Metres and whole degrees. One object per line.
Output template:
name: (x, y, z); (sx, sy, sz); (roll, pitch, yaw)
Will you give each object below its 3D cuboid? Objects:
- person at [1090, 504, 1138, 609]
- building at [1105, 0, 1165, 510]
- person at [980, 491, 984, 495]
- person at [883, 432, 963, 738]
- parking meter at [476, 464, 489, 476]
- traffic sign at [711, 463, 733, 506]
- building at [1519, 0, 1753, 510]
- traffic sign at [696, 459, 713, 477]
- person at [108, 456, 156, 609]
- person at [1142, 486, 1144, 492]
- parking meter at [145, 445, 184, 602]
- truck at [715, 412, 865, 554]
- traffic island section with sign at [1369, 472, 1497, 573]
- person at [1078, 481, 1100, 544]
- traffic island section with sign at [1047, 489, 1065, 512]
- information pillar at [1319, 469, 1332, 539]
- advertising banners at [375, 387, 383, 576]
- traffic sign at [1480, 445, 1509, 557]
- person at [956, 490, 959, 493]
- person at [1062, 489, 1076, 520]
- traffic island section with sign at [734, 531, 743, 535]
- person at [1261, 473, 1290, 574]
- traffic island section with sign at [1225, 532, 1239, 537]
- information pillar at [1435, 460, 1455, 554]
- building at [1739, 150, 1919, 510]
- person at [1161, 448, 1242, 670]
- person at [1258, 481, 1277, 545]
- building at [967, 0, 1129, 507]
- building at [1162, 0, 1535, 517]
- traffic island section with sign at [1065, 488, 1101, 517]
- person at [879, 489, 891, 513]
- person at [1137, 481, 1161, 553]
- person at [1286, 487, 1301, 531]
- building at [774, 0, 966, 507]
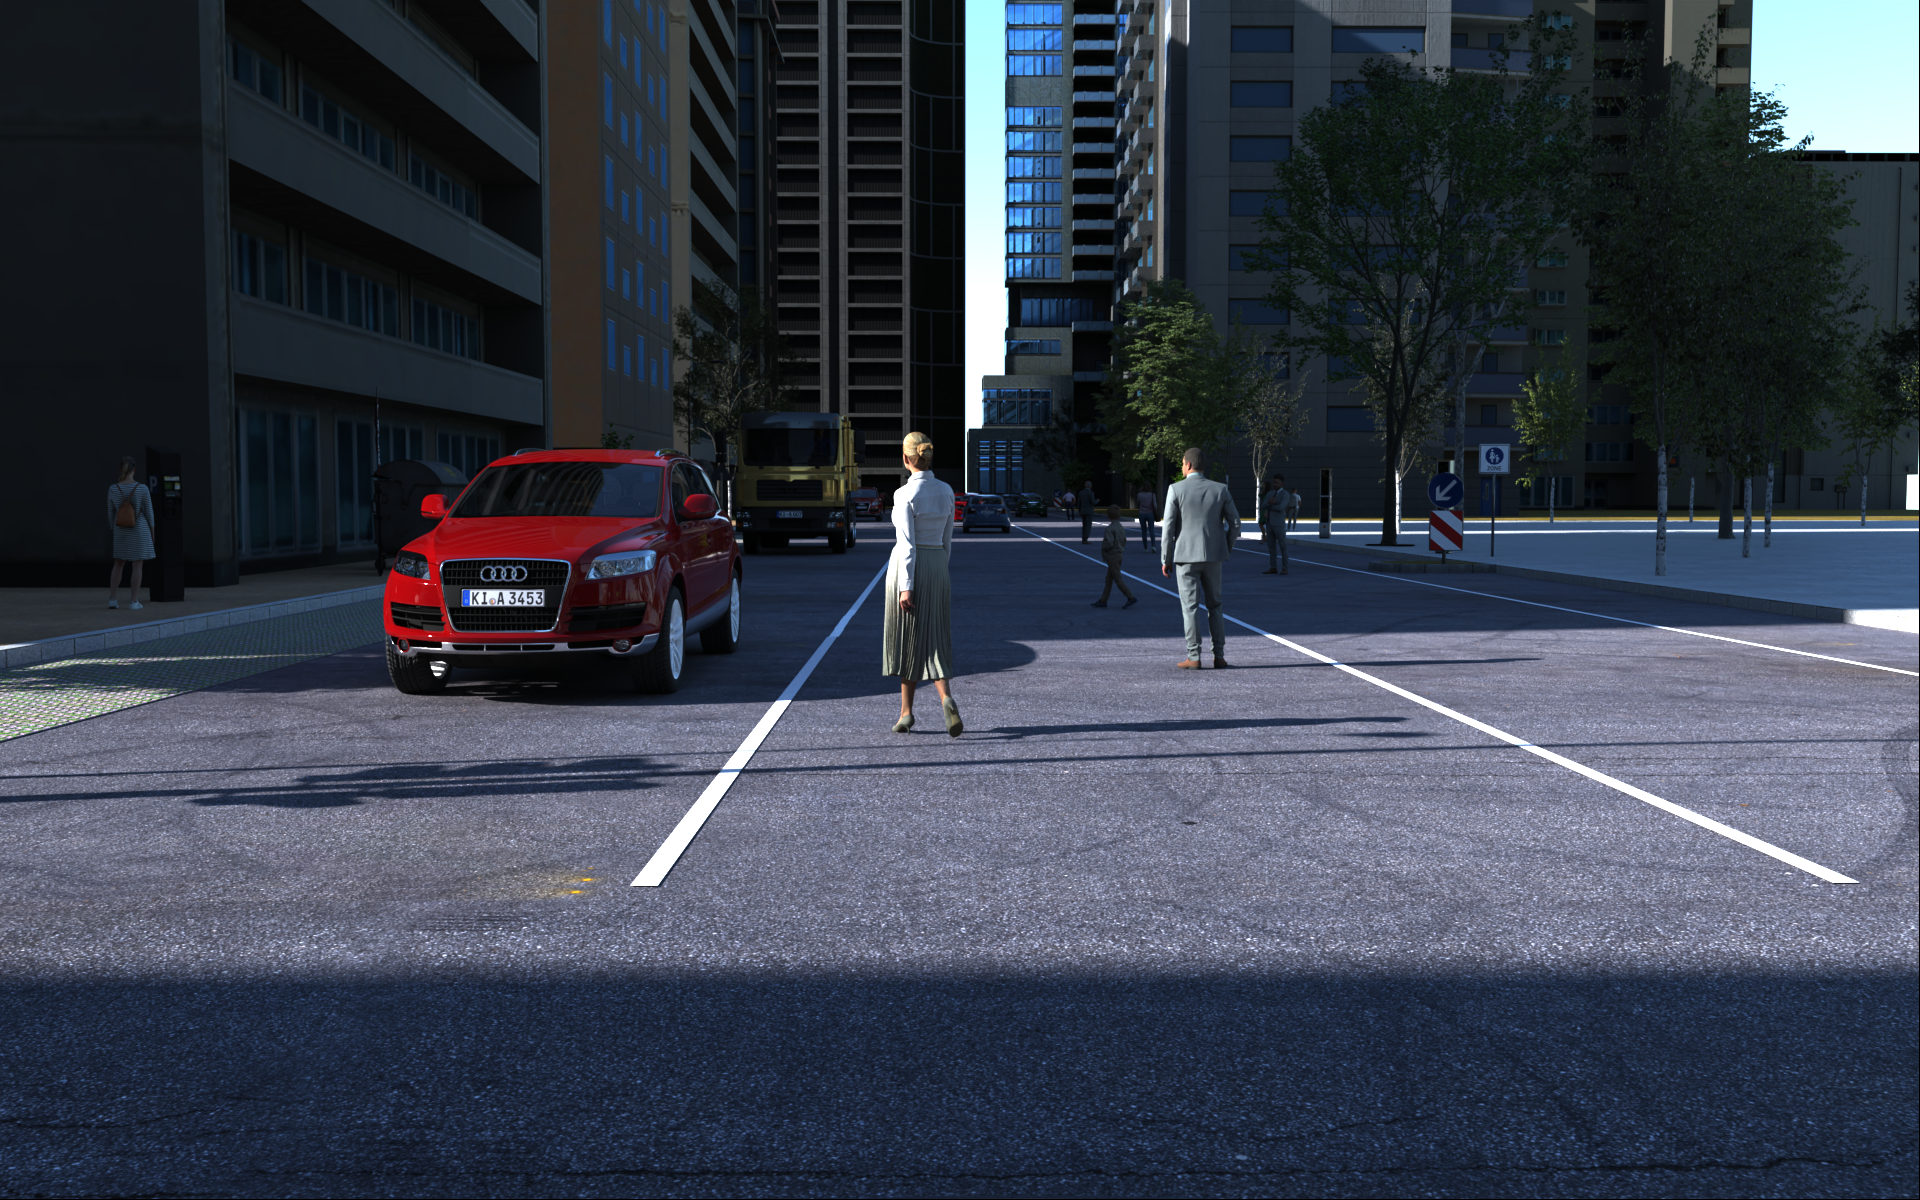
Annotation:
person: (1.921, -0.541, 21.622); (0.640, 1.303, 0.475); (1, 4, 19)
building: (24.529, -31.825, 139.948); (23.786, 49.044, 30.456); (0, 4, -1)
person: (1.891, -8.641, 150.603); (1.217, 1.723, 0.721); (1, 4, 20)
person: (-0.194, -0.092, 10.227); (0.478, 1.798, 0.641); (-2, 4, -29)
parking meter: (-9.226, -1.720, 33.830); (0.399, 1.863, 0.255); (2, 4, 30)
traffic sign: (-9.346, -4.155, 67.933); (0.884, 2.594, 0.081); (0, 4, 7)
building: (53.342, -31.870, 144.781); (21.600, 48.544, 21.300); (0, 4, -1)
traffic sign: (-9.387, -3.857, 63.173); (0.768, 2.556, 0.104); (0, 4, 1)
person: (-9.248, -0.748, 19.284); (0.512, 1.701, 0.522); (-1, 4, -19)
person: (10.307, -5.495, 96.603); (0.721, 1.735, 1.217); (-1, 4, -15)
parking meter: (-9.479, -0.914, 20.658); (0.399, 1.863, 0.255); (3, 4, 36)
truck: (-4.022, -2.928, 43.789); (3.469, 3.379, 9.791); (0, 4, -1)
traffic island section with sign: (8.732, -1.449, 32.316); (1.989, 1.847, 2.006); (0, 4, -1)
person: (3.698, -2.504, 49.613); (0.590, 1.801, 0.661); (-3, 5, -45)
traffic island section with sign: (7.534, -7.816, 136.420); (1.989, 1.847, 2.006); (0, 4, -1)
information pillar: (10.568, -2.787, 50.062); (0.304, 2.012, 0.304); (1, 4, 21)
advertising banners: (-9.328, -1.933, 27.789); (0.090, 3.025, 2.074); (-1, 4, -18)
traffic sign: (10.912, -2.037, 35.436); (0.606, 2.300, 0.079); (0, 4, 7)
person: (-0.212, -7.774, 136.267); (0.551, 1.740, 0.621); (-1, 4, -22)
person: (6.042, -5.281, 95.789); (0.756, 1.711, 0.436); (1, 4, 20)
traffic island section with sign: (-7.122, -3.190, 60.785); (1.989, 1.847, 2.006); (0, 4, -1)
person: (5.624, -1.362, 30.955); (0.511, 1.800, 0.466); (3, 4, 37)
traffic island section with sign: (8.419, -3.105, 59.397); (1.989, 1.847, 2.006); (0, 4, -1)
information pillar: (10.460, -2.011, 37.375); (0.304, 2.012, 0.304); (2, 4, 33)
building: (72.365, -23.095, 149.306); (14.107, 30.474, 14.160); (0, 4, -1)
person: (1.964, -0.343, 14.202); (0.635, 1.810, 0.391); (-1, 4, -18)
person: (8.718, -2.465, 49.057); (0.529, 1.795, 0.600); (0, 4, 1)
building: (16.238, -52.959, 178.549); (31.000, 86.520, 22.319); (0, 4, -1)
building: (23.608, -34.742, 110.027); (21.231, 58.520, 28.212); (0, 4, -1)
traffic island section with sign: (7.845, -6.168, 109.466); (1.989, 1.847, 2.006); (0, 4, -1)
person: (-5.847, -7.470, 130.644); (1.348, 1.823, 0.705); (0, 4, -4)
person: (4.614, -2.034, 42.347); (0.593, 1.750, 0.643); (1, 4, 10)
person: (11.530, -3.145, 60.066); (0.503, 1.515, 0.523); (-2, 4, -28)
building: (-9.682, -45.270, 178.412); (20.611, 71.187, 20.563); (0, 4, -1)
